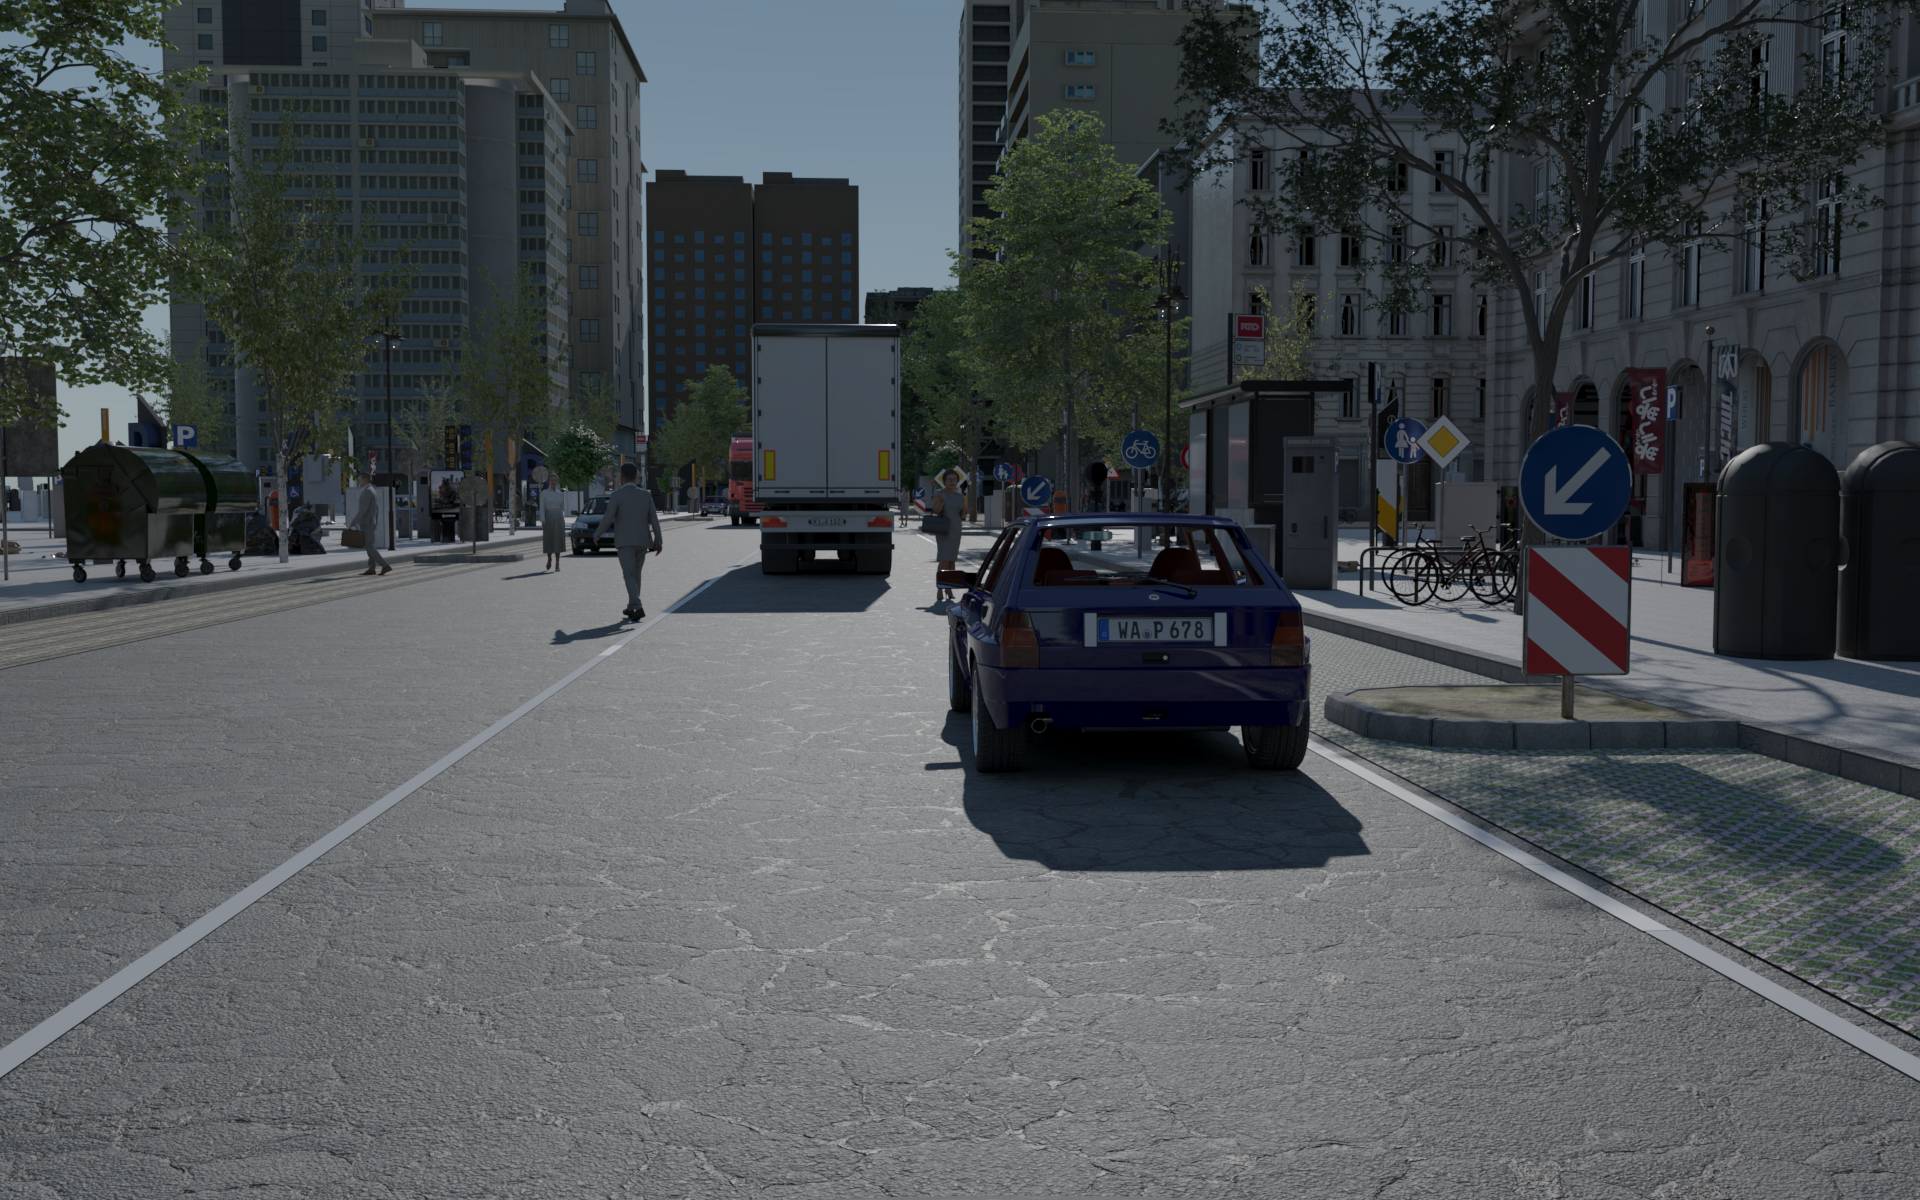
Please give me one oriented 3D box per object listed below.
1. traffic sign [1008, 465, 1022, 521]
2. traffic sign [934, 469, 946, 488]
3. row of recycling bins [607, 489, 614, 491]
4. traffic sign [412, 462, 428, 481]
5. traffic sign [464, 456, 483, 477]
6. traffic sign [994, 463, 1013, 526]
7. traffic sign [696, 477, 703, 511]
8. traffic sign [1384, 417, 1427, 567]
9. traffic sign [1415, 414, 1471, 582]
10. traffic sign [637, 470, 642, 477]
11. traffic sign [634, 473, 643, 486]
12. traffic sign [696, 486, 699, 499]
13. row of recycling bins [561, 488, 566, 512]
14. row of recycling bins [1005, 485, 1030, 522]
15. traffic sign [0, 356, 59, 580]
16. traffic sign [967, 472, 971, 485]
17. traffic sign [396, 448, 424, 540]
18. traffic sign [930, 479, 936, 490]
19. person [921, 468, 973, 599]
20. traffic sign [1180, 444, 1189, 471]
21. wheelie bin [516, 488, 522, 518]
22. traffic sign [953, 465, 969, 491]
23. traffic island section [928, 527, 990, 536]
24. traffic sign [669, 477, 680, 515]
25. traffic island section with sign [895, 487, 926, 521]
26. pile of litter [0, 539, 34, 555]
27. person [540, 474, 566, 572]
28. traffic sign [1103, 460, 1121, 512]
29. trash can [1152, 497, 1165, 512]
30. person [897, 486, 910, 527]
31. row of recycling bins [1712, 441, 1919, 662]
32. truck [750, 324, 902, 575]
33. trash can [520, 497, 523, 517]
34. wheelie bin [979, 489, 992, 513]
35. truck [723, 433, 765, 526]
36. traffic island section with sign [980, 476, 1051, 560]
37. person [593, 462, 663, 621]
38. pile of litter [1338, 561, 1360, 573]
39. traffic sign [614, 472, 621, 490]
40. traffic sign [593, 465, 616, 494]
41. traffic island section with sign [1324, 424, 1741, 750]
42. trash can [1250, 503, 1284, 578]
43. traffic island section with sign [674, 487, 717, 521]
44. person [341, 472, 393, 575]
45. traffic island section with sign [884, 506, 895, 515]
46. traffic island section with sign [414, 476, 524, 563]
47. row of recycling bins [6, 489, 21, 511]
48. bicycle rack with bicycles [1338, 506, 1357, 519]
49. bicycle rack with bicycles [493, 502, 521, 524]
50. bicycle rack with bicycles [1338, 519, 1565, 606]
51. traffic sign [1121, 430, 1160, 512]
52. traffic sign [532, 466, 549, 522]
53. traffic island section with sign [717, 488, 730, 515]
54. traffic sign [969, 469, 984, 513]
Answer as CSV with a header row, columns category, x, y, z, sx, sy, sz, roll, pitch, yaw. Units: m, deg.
category,x,y,z,sx,sy,sz,roll,pitch,yaw
traffic sign,2.324,-4.601,75.332,0.768,2.556,0.104,0,4,1
traffic sign,-0.641,-3.956,68.331,0.795,2.450,0.064,0,4,-4
row of recycling bins,-26.037,-7.514,129.969,3.534,1.692,1.069,3,4,36
traffic sign,-17.285,-3.252,55.301,0.606,2.300,0.079,0,4,-2
traffic sign,-16.424,-3.574,58.546,0.768,2.556,0.104,0,4,-2
traffic sign,1.743,-4.279,70.061,0.768,2.556,0.104,0,4,0
traffic sign,-19.278,-7.822,127.991,0.768,2.556,0.104,0,4,0
traffic sign,7.425,-1.760,28.879,0.768,2.556,0.104,0,4,-4
traffic sign,6.988,-1.464,25.116,0.795,2.450,0.064,0,4,2
traffic sign,-17.016,-5.529,90.497,0.768,2.556,0.104,0,4,2
traffic sign,-12.759,-3.907,67.528,0.795,2.450,0.064,0,4,-4
traffic sign,-21.594,-8.731,142.852,0.768,2.556,0.104,0,4,-2
row of recycling bins,-29.607,-7.447,128.875,1.069,1.692,3.534,-1,4,-11
row of recycling bins,2.820,-4.440,79.713,1.069,1.692,3.534,-1,4,-10
traffic sign,-14.485,-1.942,25.624,2.265,3.308,0.079,0,4,0
traffic sign,0.650,-6.059,99.175,0.768,2.556,0.104,0,4,5
traffic sign,-15.171,-2.917,47.804,0.768,2.556,0.104,0,4,1
traffic sign,-1.668,-7.291,119.318,0.768,2.556,0.104,0,4,4
person,-0.186,-0.901,23.587,0.716,1.782,0.532,-2,4,-29
traffic sign,5.739,-2.572,42.163,0.768,2.556,0.104,0,4,1
wheelie bin,-23.290,-5.089,91.109,0.693,1.594,0.980,-1,4,-10
traffic sign,-0.098,-3.469,60.364,0.795,2.450,0.064,0,4,-4
traffic island section,-0.075,-2.334,60.443,2.009,0.180,2.903,0,4,-4
traffic sign,-17.099,-6.216,103.755,0.606,2.300,0.079,0,4,0
traffic island section with sign,-2.328,-5.187,93.432,1.989,1.847,2.006,0,4,-4
pile of litter,-20.521,-1.393,36.738,1.176,0.858,1.719,3,5,42
person,-7.577,-1.434,32.178,0.478,1.798,0.641,-1,4,-19
traffic sign,5.028,-3.601,58.875,0.884,2.594,0.081,0,4,-1
trash can,9.590,-4.318,82.251,0.748,1.137,0.748,0,3,0
person,-2.554,-4.115,76.139,0.532,1.782,0.716,-3,5,-42
row of recycling bins,7.797,-0.395,13.578,3.534,1.692,1.069,0,4,2
truck,-2.652,-2.770,34.196,2.839,4.237,11.283,0,4,-5
trash can,-22.148,-4.711,88.680,0.748,1.137,0.748,0,3,0
wheelie bin,1.699,-6.685,117.215,0.980,1.594,0.693,-3,4,-38
truck,-9.291,-5.653,81.337,2.839,4.237,11.283,0,4,-3
traffic island section with sign,1.468,-1.785,37.815,1.989,1.847,2.006,0,4,-4
person,-3.755,-0.671,19.753,0.678,1.792,0.850,-2,4,-35
pile of litter,6.134,-0.925,29.094,1.176,0.858,1.719,1,4,12
traffic sign,-19.990,-6.176,101.082,0.768,2.556,0.104,0,4,3
traffic sign,-12.216,-3.420,59.561,0.795,2.450,0.064,0,4,-4
traffic island section with sign,3.334,-0.120,10.597,1.989,1.847,2.006,0,4,-4
trash can,4.848,-0.925,26.779,0.748,1.137,0.748,0,3,0
traffic island section with sign,-14.142,-5.109,92.156,1.989,1.847,2.006,0,4,-4
person,-10.421,-1.334,30.432,0.853,1.813,0.709,-1,4,-14
traffic island section with sign,-4.156,-6.832,120.325,1.989,1.847,2.006,0,4,-4
traffic island section with sign,-10.358,-1.719,36.733,1.989,1.847,2.006,0,4,-4
row of recycling bins,-71.151,-7.481,129.430,1.069,1.692,3.534,3,5,41
bicycle rack with bicycles,15.767,-3.763,74.912,2.925,0.926,2.852,1,4,9
bicycle rack with bicycles,-20.632,-3.808,75.645,2.925,0.926,2.852,-2,4,-31
bicycle rack with bicycles,6.219,-0.462,20.939,2.925,0.926,2.852,0,4,-6
traffic sign,3.575,-2.094,34.345,0.768,2.556,0.104,0,4,2
traffic sign,-19.064,-4.806,78.682,0.768,2.556,0.104,0,4,5
traffic island section with sign,-15.965,-6.754,119.050,1.989,1.847,2.006,0,4,-4
traffic sign,0.837,-5.380,88.068,0.768,2.556,0.104,0,4,1
